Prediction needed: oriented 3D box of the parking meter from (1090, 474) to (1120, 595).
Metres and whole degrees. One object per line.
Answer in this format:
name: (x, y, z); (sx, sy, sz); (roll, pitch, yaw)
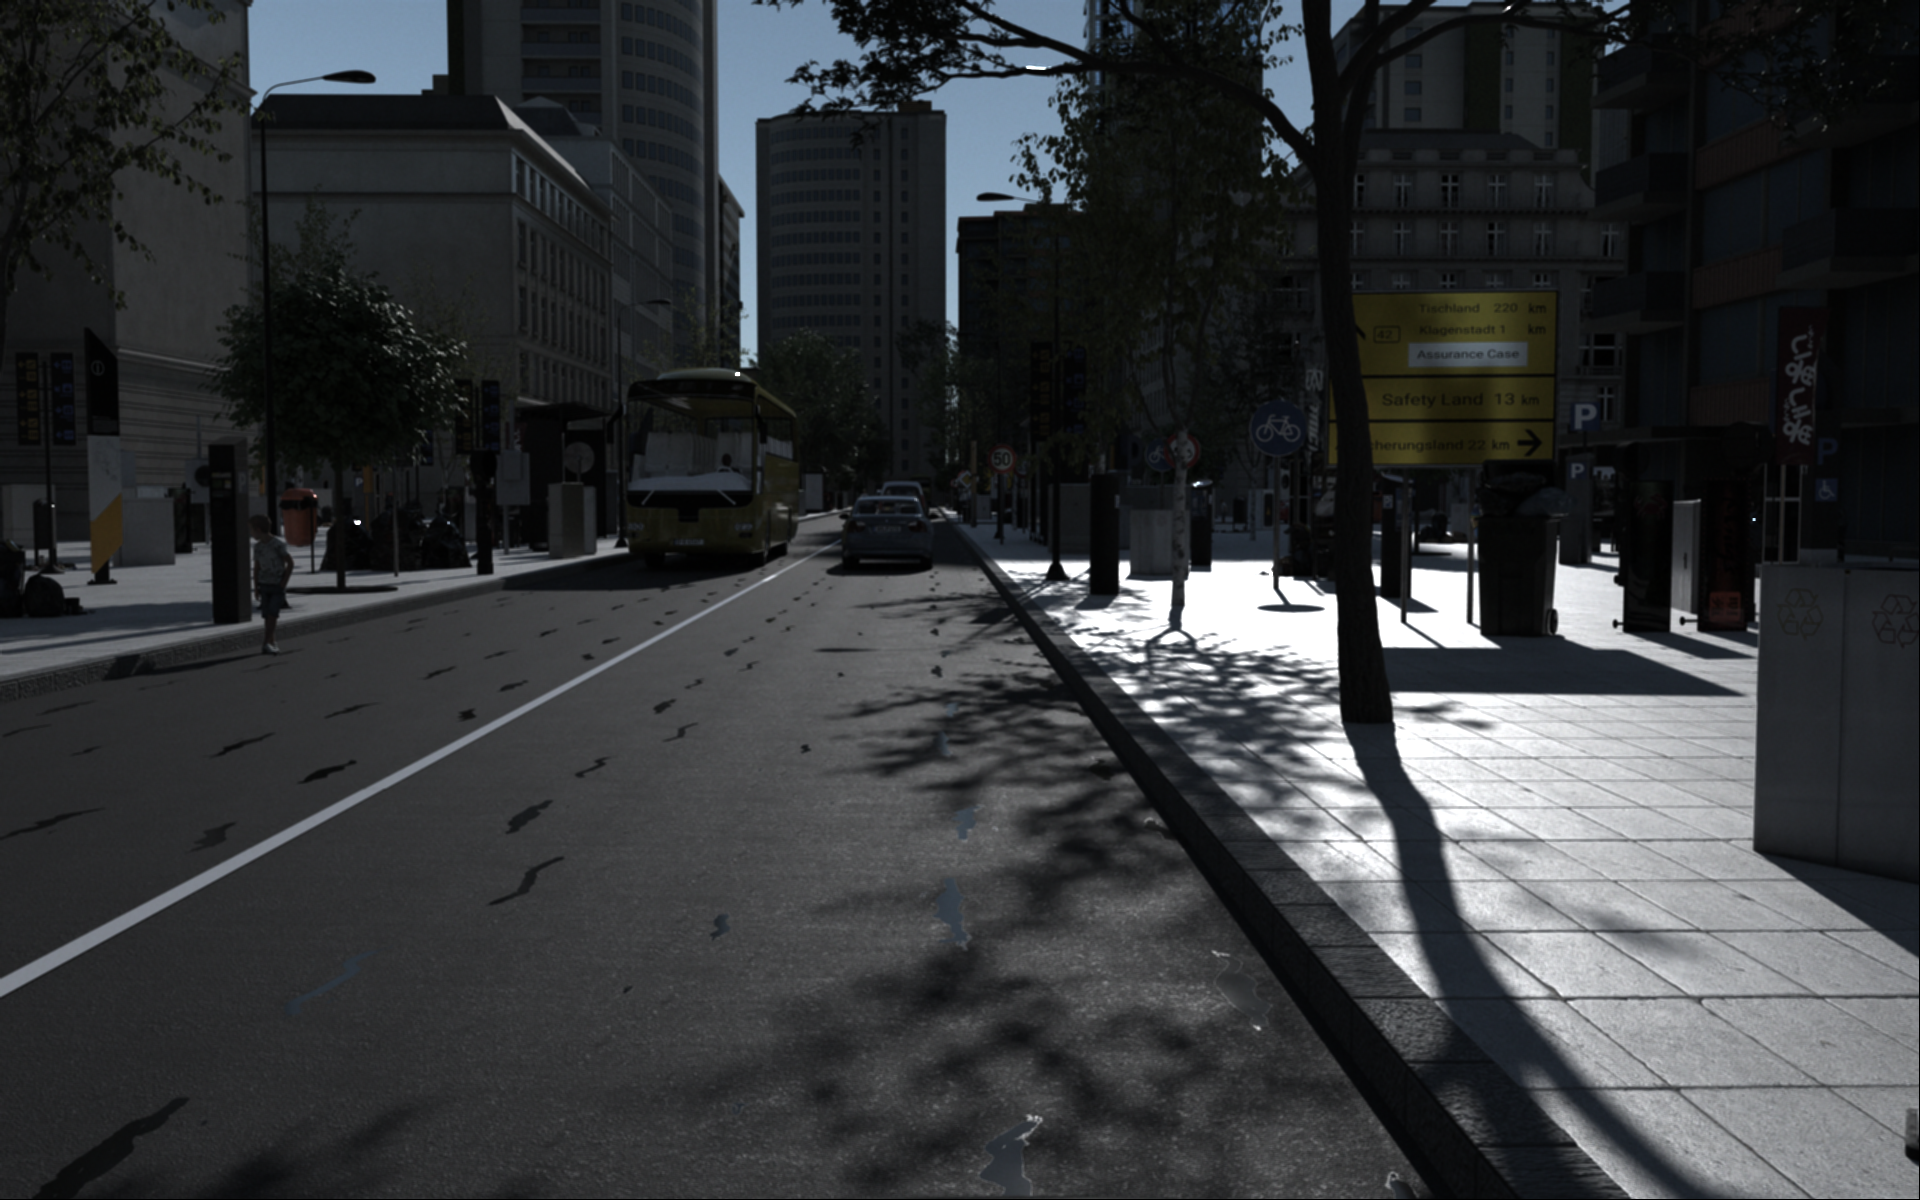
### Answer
parking meter: (1.849, -0.840, 22.140); (0.372, 1.533, 0.369); (0, 3, 0)

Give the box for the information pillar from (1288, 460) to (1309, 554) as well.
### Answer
information pillar: (7.266, -1.998, 37.161); (0.304, 2.012, 0.304); (-2, 4, -31)

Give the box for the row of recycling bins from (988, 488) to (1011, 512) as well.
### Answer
row of recycling bins: (2.974, -7.043, 122.260); (1.069, 1.692, 3.534); (-2, 4, -26)

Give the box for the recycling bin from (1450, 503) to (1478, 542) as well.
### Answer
recycling bin: (13.657, -2.090, 46.723); (0.722, 1.027, 0.722); (2, 4, 25)

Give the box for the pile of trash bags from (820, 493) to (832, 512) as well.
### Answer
pile of trash bags: (-10.380, -7.274, 128.684); (1.912, 1.369, 3.447); (1, 4, 13)

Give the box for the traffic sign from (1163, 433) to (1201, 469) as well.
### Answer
traffic sign: (4.563, -2.178, 35.710); (0.768, 2.556, 0.104); (0, 4, 1)

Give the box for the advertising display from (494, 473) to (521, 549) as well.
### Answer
advertising display: (-10.623, -2.169, 40.675); (0.123, 1.923, 0.974); (1, 4, 18)

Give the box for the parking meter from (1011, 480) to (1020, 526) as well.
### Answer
parking meter: (2.231, -3.912, 69.670); (0.255, 1.863, 0.399); (-1, 4, -13)

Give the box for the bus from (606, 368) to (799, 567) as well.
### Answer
bus: (-5.125, -2.805, 37.403); (2.896, 3.916, 12.252); (0, 4, -2)

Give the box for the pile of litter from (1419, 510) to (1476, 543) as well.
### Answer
pile of litter: (12.788, -1.929, 45.510); (1.719, 0.858, 1.176); (0, 4, -7)

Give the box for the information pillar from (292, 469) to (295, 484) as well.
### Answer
information pillar: (-34.640, -6.033, 89.998); (0.183, 3.616, 0.504); (-1, 4, -14)

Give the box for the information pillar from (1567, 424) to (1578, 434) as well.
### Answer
information pillar: (20.472, -4.063, 57.790); (0.504, 3.616, 0.183); (0, 4, 1)

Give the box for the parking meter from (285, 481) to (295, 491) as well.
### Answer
parking meter: (-30.638, -4.500, 79.279); (0.399, 1.863, 0.255); (0, 4, -8)

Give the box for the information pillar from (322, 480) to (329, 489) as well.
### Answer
information pillar: (-32.777, -5.200, 89.511); (0.304, 2.012, 0.304); (-2, 4, -25)

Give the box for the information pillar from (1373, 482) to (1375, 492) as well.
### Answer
information pillar: (13.490, -4.035, 57.334); (0.504, 3.616, 0.183); (0, 4, 0)

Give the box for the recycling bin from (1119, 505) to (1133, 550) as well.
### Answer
recycling bin: (3.531, -1.694, 40.244); (0.722, 1.027, 0.722); (3, 5, 41)

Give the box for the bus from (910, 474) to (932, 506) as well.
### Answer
bus: (-4.735, -13.210, 207.526); (2.896, 3.916, 12.252); (0, 4, -1)

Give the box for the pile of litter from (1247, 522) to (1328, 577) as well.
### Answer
pile of litter: (5.427, -0.816, 27.300); (1.719, 0.858, 1.176); (3, 4, 38)

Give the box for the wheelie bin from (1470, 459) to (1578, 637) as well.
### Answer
wheelie bin: (5.096, -0.479, 15.745); (0.980, 1.594, 0.693); (2, 4, 29)

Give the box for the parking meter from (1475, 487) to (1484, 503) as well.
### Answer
parking meter: (19.296, -3.424, 64.391); (0.372, 1.533, 0.369); (0, 3, 0)

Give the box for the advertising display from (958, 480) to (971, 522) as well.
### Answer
advertising display: (0.303, -4.539, 79.419); (0.974, 1.923, 0.123); (3, 4, 38)

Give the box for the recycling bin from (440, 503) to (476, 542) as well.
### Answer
recycling bin: (-13.518, -2.089, 46.703); (0.722, 1.027, 0.722); (2, 4, 30)

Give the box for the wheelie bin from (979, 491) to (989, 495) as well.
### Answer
wheelie bin: (1.560, -6.657, 116.752); (0.693, 1.594, 0.980); (1, 4, 18)

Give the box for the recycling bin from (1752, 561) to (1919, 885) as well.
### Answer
recycling bin: (3.323, 0.396, 6.078); (0.722, 1.027, 0.722); (-2, 4, -29)

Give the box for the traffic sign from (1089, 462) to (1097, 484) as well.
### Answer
traffic sign: (5.153, -4.202, 68.808); (0.768, 2.556, 0.104); (0, 4, 7)

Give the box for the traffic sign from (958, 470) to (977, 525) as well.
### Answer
traffic sign: (0.302, -4.193, 72.204); (0.795, 2.450, 0.064); (0, 4, -1)

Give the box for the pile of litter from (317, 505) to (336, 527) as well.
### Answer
pile of litter: (-24.677, -3.290, 67.764); (1.719, 0.858, 1.176); (-1, 4, -17)

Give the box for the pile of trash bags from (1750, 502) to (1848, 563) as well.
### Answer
pile of trash bags: (15.358, -1.363, 32.033); (1.912, 1.369, 3.447); (2, 4, 23)

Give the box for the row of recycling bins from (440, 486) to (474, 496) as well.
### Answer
row of recycling bins: (-26.036, -5.042, 89.542); (1.069, 1.692, 3.534); (0, 4, 3)

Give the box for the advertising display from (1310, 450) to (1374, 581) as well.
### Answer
advertising display: (5.600, -1.237, 25.438); (0.974, 1.923, 0.123); (3, 5, 41)

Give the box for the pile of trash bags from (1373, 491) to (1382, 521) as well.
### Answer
pile of trash bags: (12.025, -2.700, 53.899); (1.912, 1.369, 3.447); (-2, 4, -33)

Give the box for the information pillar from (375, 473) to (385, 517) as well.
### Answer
information pillar: (-20.466, -3.463, 61.113); (0.304, 2.012, 0.304); (-1, 4, -15)

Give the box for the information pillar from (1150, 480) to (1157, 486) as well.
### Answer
information pillar: (10.410, -5.426, 93.204); (0.304, 2.012, 0.304); (-2, 4, -25)

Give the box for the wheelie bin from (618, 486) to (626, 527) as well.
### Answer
wheelie bin: (-13.253, -3.587, 66.562); (0.980, 1.594, 0.693); (3, 4, 38)

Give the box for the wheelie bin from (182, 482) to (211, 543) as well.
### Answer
wheelie bin: (-20.236, -2.326, 45.940); (0.693, 1.594, 0.980); (3, 5, 41)

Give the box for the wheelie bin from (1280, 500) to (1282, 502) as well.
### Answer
wheelie bin: (15.831, -4.772, 85.934); (0.980, 1.594, 0.693); (-1, 4, -16)

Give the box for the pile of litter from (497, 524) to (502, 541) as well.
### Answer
pile of litter: (-12.704, -2.102, 48.325); (1.176, 0.858, 1.719); (0, 4, 3)

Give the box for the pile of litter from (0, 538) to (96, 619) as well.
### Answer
pile of litter: (-10.074, -0.257, 18.162); (1.719, 0.858, 1.176); (-1, 4, -13)

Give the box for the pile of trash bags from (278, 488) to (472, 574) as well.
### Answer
pile of trash bags: (-9.974, -1.185, 29.120); (1.912, 1.369, 3.447); (2, 4, 26)

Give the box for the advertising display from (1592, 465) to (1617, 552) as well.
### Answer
advertising display: (14.023, -2.029, 38.381); (0.974, 1.923, 0.123); (1, 4, 19)

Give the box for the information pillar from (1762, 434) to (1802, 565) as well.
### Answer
information pillar: (10.063, -1.022, 21.202); (0.304, 2.012, 0.304); (-1, 4, -19)

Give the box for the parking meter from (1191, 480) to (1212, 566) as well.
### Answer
parking meter: (4.339, -1.390, 31.132); (0.372, 1.533, 0.369); (0, 3, 0)

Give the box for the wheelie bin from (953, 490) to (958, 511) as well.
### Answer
wheelie bin: (-0.206, -7.439, 129.543); (0.693, 1.594, 0.980); (0, 4, -1)

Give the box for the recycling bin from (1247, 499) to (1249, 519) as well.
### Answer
recycling bin: (14.943, -4.601, 87.779); (0.722, 1.027, 0.722); (-1, 4, -21)

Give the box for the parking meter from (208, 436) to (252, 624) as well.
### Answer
parking meter: (-7.262, -0.705, 17.234); (0.255, 1.863, 0.399); (0, 4, 1)

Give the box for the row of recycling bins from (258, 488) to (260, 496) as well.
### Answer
row of recycling bins: (-36.063, -4.867, 86.692); (3.534, 1.692, 1.069); (3, 5, 39)

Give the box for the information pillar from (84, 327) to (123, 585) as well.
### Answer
information pillar: (-12.162, -2.033, 24.590); (0.183, 3.616, 0.504); (2, 4, 24)

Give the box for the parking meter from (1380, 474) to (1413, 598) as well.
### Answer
parking meter: (5.418, -0.800, 21.493); (0.372, 1.533, 0.369); (0, 3, 0)

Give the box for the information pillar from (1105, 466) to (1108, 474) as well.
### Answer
information pillar: (11.613, -8.930, 137.354); (0.183, 3.616, 0.504); (-2, 4, -30)

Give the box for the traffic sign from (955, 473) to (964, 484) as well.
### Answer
traffic sign: (0.150, -4.682, 80.187); (0.795, 2.450, 0.064); (0, 4, -1)

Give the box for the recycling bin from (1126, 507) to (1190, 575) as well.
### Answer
recycling bin: (3.194, -0.927, 27.716); (0.722, 1.027, 0.722); (-2, 4, -25)

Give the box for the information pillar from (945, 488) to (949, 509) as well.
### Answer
information pillar: (-1.105, -9.053, 152.500); (0.304, 2.012, 0.304); (1, 4, 12)
